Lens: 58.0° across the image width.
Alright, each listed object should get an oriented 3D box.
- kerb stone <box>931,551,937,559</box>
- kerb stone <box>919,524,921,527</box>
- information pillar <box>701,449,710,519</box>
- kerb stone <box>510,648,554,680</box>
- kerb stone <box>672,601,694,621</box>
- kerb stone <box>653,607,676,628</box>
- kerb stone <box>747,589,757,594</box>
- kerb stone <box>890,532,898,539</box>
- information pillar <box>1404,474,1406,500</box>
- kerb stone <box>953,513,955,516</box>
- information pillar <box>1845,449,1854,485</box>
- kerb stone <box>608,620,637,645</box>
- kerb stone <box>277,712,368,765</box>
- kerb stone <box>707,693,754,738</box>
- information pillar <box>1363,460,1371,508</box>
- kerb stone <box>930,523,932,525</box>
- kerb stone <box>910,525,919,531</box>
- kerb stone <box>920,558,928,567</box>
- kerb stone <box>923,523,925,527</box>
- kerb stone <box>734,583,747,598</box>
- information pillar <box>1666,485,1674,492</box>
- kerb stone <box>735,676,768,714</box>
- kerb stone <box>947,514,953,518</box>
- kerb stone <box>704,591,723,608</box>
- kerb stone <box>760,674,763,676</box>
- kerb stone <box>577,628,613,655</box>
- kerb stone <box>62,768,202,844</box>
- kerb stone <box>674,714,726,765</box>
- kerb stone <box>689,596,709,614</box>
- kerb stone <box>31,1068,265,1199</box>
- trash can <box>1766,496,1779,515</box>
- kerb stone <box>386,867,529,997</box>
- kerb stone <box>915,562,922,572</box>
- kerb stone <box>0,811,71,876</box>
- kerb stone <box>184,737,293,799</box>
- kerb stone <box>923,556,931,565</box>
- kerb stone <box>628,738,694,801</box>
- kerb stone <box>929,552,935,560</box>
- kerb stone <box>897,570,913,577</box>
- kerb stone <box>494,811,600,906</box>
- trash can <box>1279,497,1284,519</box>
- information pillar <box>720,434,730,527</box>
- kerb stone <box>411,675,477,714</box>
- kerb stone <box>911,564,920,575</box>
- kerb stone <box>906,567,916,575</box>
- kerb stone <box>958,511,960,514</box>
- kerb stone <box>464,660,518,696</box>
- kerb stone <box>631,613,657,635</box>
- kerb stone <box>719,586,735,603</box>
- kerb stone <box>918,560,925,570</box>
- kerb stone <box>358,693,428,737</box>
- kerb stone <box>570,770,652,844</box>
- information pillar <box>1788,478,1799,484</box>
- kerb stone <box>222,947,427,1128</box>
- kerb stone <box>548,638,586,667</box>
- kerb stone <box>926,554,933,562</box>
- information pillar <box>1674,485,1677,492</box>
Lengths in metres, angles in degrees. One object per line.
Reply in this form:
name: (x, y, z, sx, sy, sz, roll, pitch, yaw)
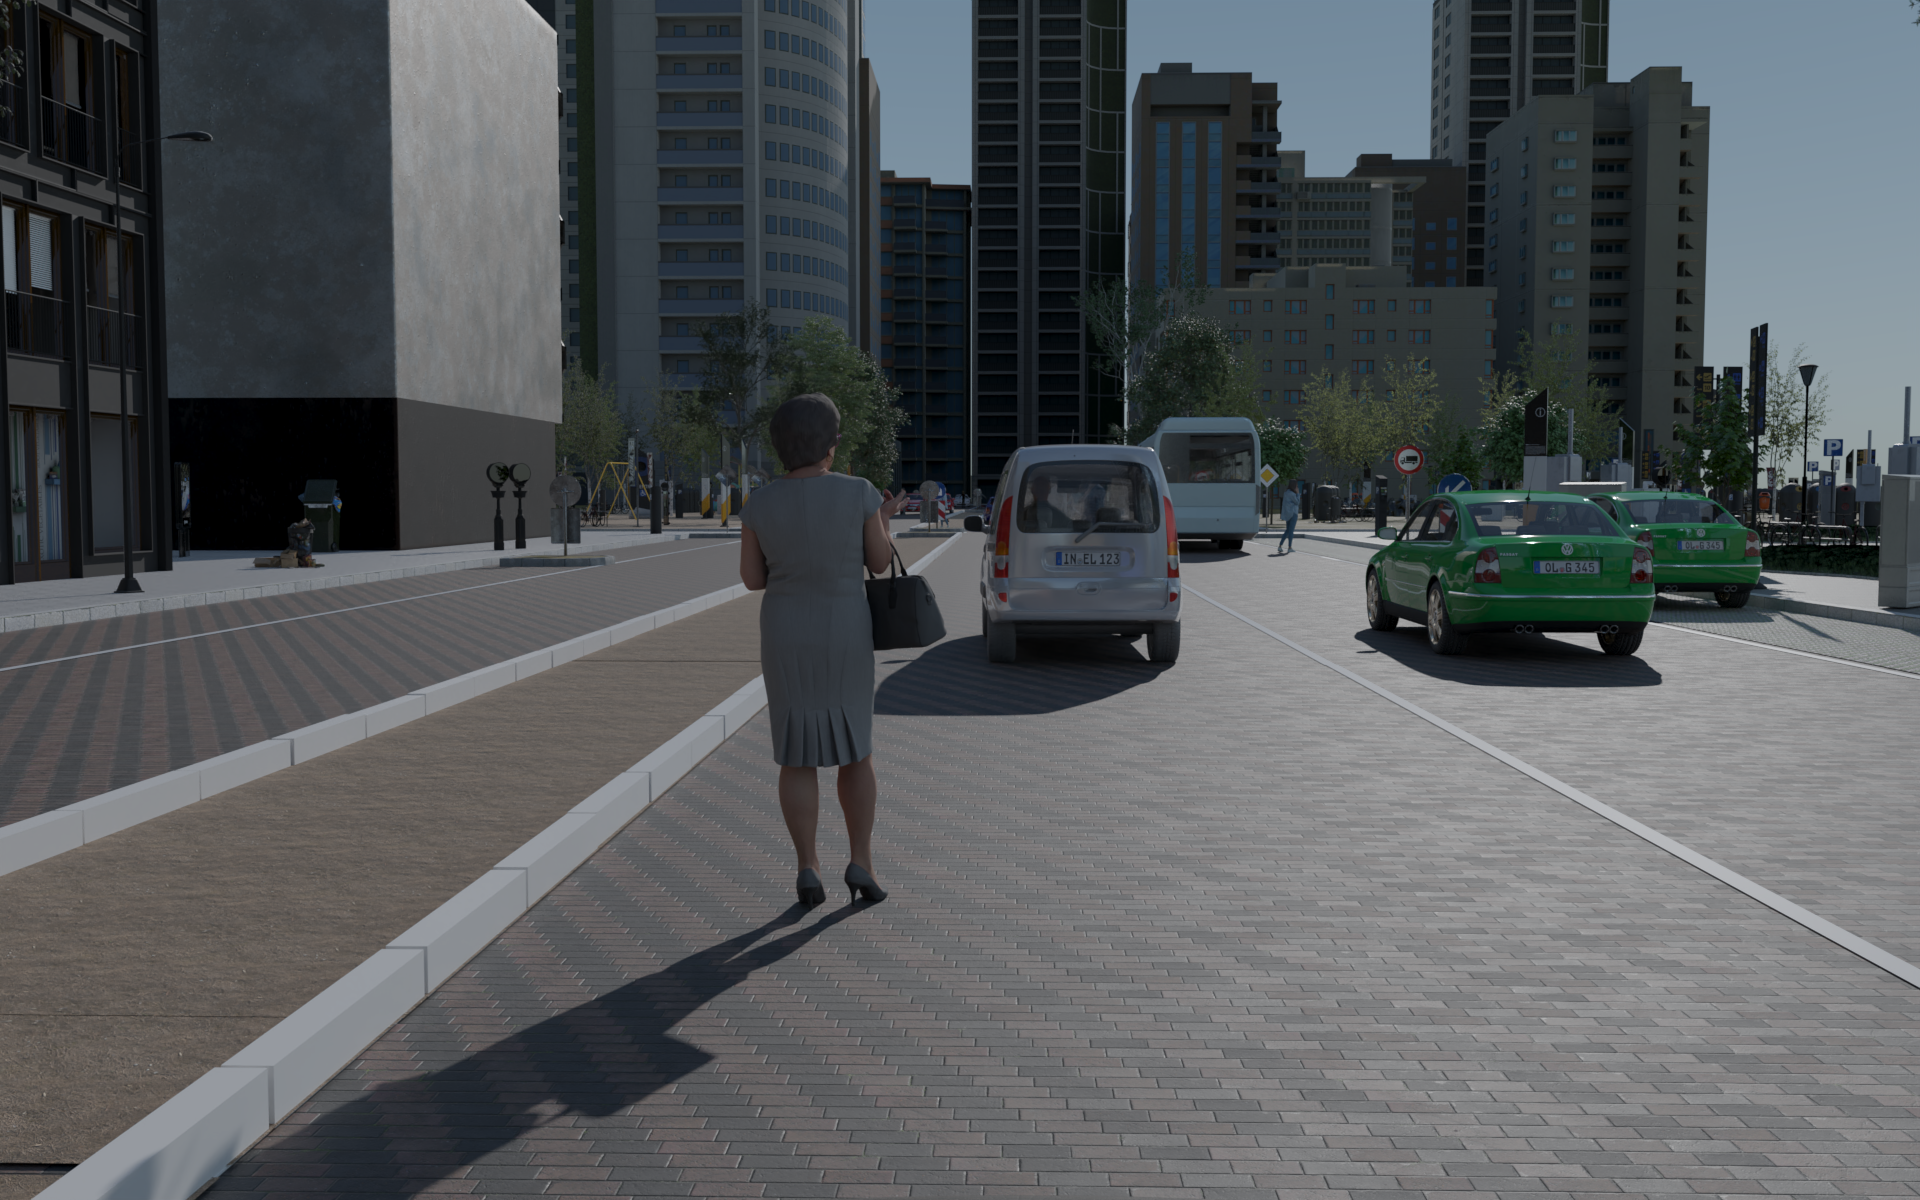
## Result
kerb stone: (-0.625, -0.912, 37.195, 0.120, 0.150, 1.000, 0, 4, 2)
kerb stone: (-1.765, -2.896, 69.542, 0.120, 0.150, 1.000, 0, 4, 2)
information pillar: (-13.146, -5.998, 89.421, 0.504, 3.616, 0.183, 2, 4, 35)
kerb stone: (-3.418, 0.521, 13.677, 0.120, 0.150, 1.000, 0, 4, 2)
kerb stone: (-3.235, 0.149, 19.844, 0.120, 0.150, 1.000, 0, 4, 2)
kerb stone: (-3.268, 0.209, 18.823, 0.120, 0.150, 1.000, 0, 4, 2)
kerb stone: (-3.087, -0.167, 24.968, 0.120, 0.150, 1.000, 0, 4, 2)
kerb stone: (-2.146, -2.112, 56.734, 0.120, 0.150, 1.000, 0, 4, 2)
information pillar: (27.486, -7.045, 106.537, 0.183, 3.616, 0.504, -1, 4, -19)
kerb stone: (-0.581, -5.342, 109.534, 0.120, 0.150, 1.000, 0, 4, 2)
information pillar: (46.362, -6.052, 90.299, 0.183, 3.616, 0.504, -1, 4, -13)
kerb stone: (-3.322, 0.332, 16.770, 0.120, 0.150, 1.000, 0, 4, 2)
kerb stone: (-3.538, 0.771, 9.590, 0.120, 0.150, 1.000, 0, 4, 2)
kerb stone: (-1.407, 0.712, 10.554, 0.120, 0.150, 1.000, 0, 4, 2)
information pillar: (27.191, -7.606, 115.708, 0.504, 3.616, 0.183, 2, 4, 23)
kerb stone: (-1.486, -3.456, 78.772, 0.120, 0.150, 1.000, 0, 4, 2)
kerb stone: (-1.797, -2.828, 68.515, 0.120, 0.150, 1.000, 0, 4, 2)
kerb stone: (-0.744, -0.666, 33.090, 0.120, 0.150, 1.000, 0, 4, 2)
kerb stone: (-1.671, -3.084, 72.616, 0.120, 0.150, 1.000, 0, 4, 2)
kerb stone: (-3.112, -0.107, 23.947, 0.120, 0.150, 1.000, 0, 4, 2)
information pillar: (54.805, -7.916, 133.925, 0.304, 2.012, 0.304, 3, 5, 43)
kerb stone: (-1.381, 0.649, 11.577, 0.120, 0.150, 1.000, 0, 4, 2)
kerb stone: (-0.636, -5.214, 107.490, 0.120, 0.150, 1.000, 0, 4, 2)
kerb stone: (-3.177, 0.018, 21.897, 0.120, 0.150, 1.000, 0, 4, 2)
kerb stone: (-1.346, 0.591, 12.604, 0.120, 0.150, 1.000, 0, 4, 2)
kerb stone: (-3.355, 0.395, 15.741, 0.120, 0.150, 1.000, 0, 4, 2)
kerb stone: (-3.604, 0.898, 7.540, 0.120, 0.150, 1.000, 0, 4, 2)
kerb stone: (-1.444, 0.779, 9.532, 0.120, 0.150, 1.000, 0, 4, 2)
kerb stone: (-3.207, 0.081, 20.867, 0.120, 0.150, 1.000, 0, 4, 2)
kerb stone: (-1.624, 1.152, 3.382, 0.120, 0.150, 1.000, 0, 4, 2)
trash can: (50.472, -5.871, 107.646, 0.748, 1.137, 0.748, 0, 3, 0)
kerb stone: (-1.560, 1.029, 5.431, 0.120, 0.150, 1.000, 0, 4, 2)
kerb stone: (-0.803, -0.541, 31.038, 0.120, 0.150, 1.000, 0, 4, 2)
kerb stone: (-3.630, 0.959, 6.519, 0.120, 0.150, 1.000, 0, 4, 2)
kerb stone: (-3.577, 0.838, 8.562, 0.120, 0.150, 1.000, 0, 4, 2)
kerb stone: (-0.711, -0.729, 34.123, 0.120, 0.150, 1.000, 0, 4, 2)
kerb stone: (-1.471, 0.837, 8.506, 0.120, 0.150, 1.000, 0, 4, 2)
kerb stone: (-0.654, -0.855, 36.169, 0.120, 0.150, 1.000, 0, 4, 2)
kerb stone: (-0.892, -0.352, 27.967, 0.120, 0.150, 1.000, 0, 4, 2)
kerb stone: (-1.531, 0.963, 6.458, 0.120, 0.150, 1.000, 0, 4, 2)
trash can: (16.017, -4.485, 84.985, 0.748, 1.137, 0.748, 0, 3, 0)
information pillar: (-9.170, -4.668, 67.680, 0.183, 3.616, 0.504, 2, 4, 31)
kerb stone: (-3.478, 0.646, 11.634, 0.120, 0.150, 1.000, 0, 4, 2)
kerb stone: (-0.832, -0.478, 30.017, 0.120, 0.150, 1.000, 0, 4, 2)
kerb stone: (-0.864, -0.415, 28.988, 0.120, 0.150, 1.000, 0, 4, 2)
kerb stone: (-0.273, -5.968, 119.774, 0.120, 0.150, 1.000, 0, 4, 2)
kerb stone: (-3.452, 0.584, 12.655, 0.120, 0.150, 1.000, 0, 4, 2)
kerb stone: (-3.304, 0.269, 17.793, 0.120, 0.150, 1.000, 0, 4, 2)
kerb stone: (-3.147, -0.044, 22.919, 0.120, 0.150, 1.000, 0, 4, 2)
kerb stone: (-0.776, -0.603, 32.061, 0.120, 0.150, 1.000, 0, 4, 2)
kerb stone: (-3.507, 0.717, 10.612, 0.120, 0.150, 1.000, 0, 4, 2)
kerb stone: (-1.508, 0.900, 7.480, 0.120, 0.150, 1.000, 0, 4, 2)
information pillar: (36.992, -4.430, 76.919, 0.304, 2.012, 0.304, -1, 4, -22)
kerb stone: (-1.593, 1.094, 4.410, 0.120, 0.150, 1.000, 0, 4, 2)
kerb stone: (-3.382, 0.459, 14.706, 0.120, 0.150, 1.000, 0, 4, 2)
kerb stone: (-0.683, -0.791, 35.147, 0.120, 0.150, 1.000, 0, 4, 2)
information pillar: (57.255, -8.221, 138.897, 0.304, 2.012, 0.304, -2, 4, -25)
